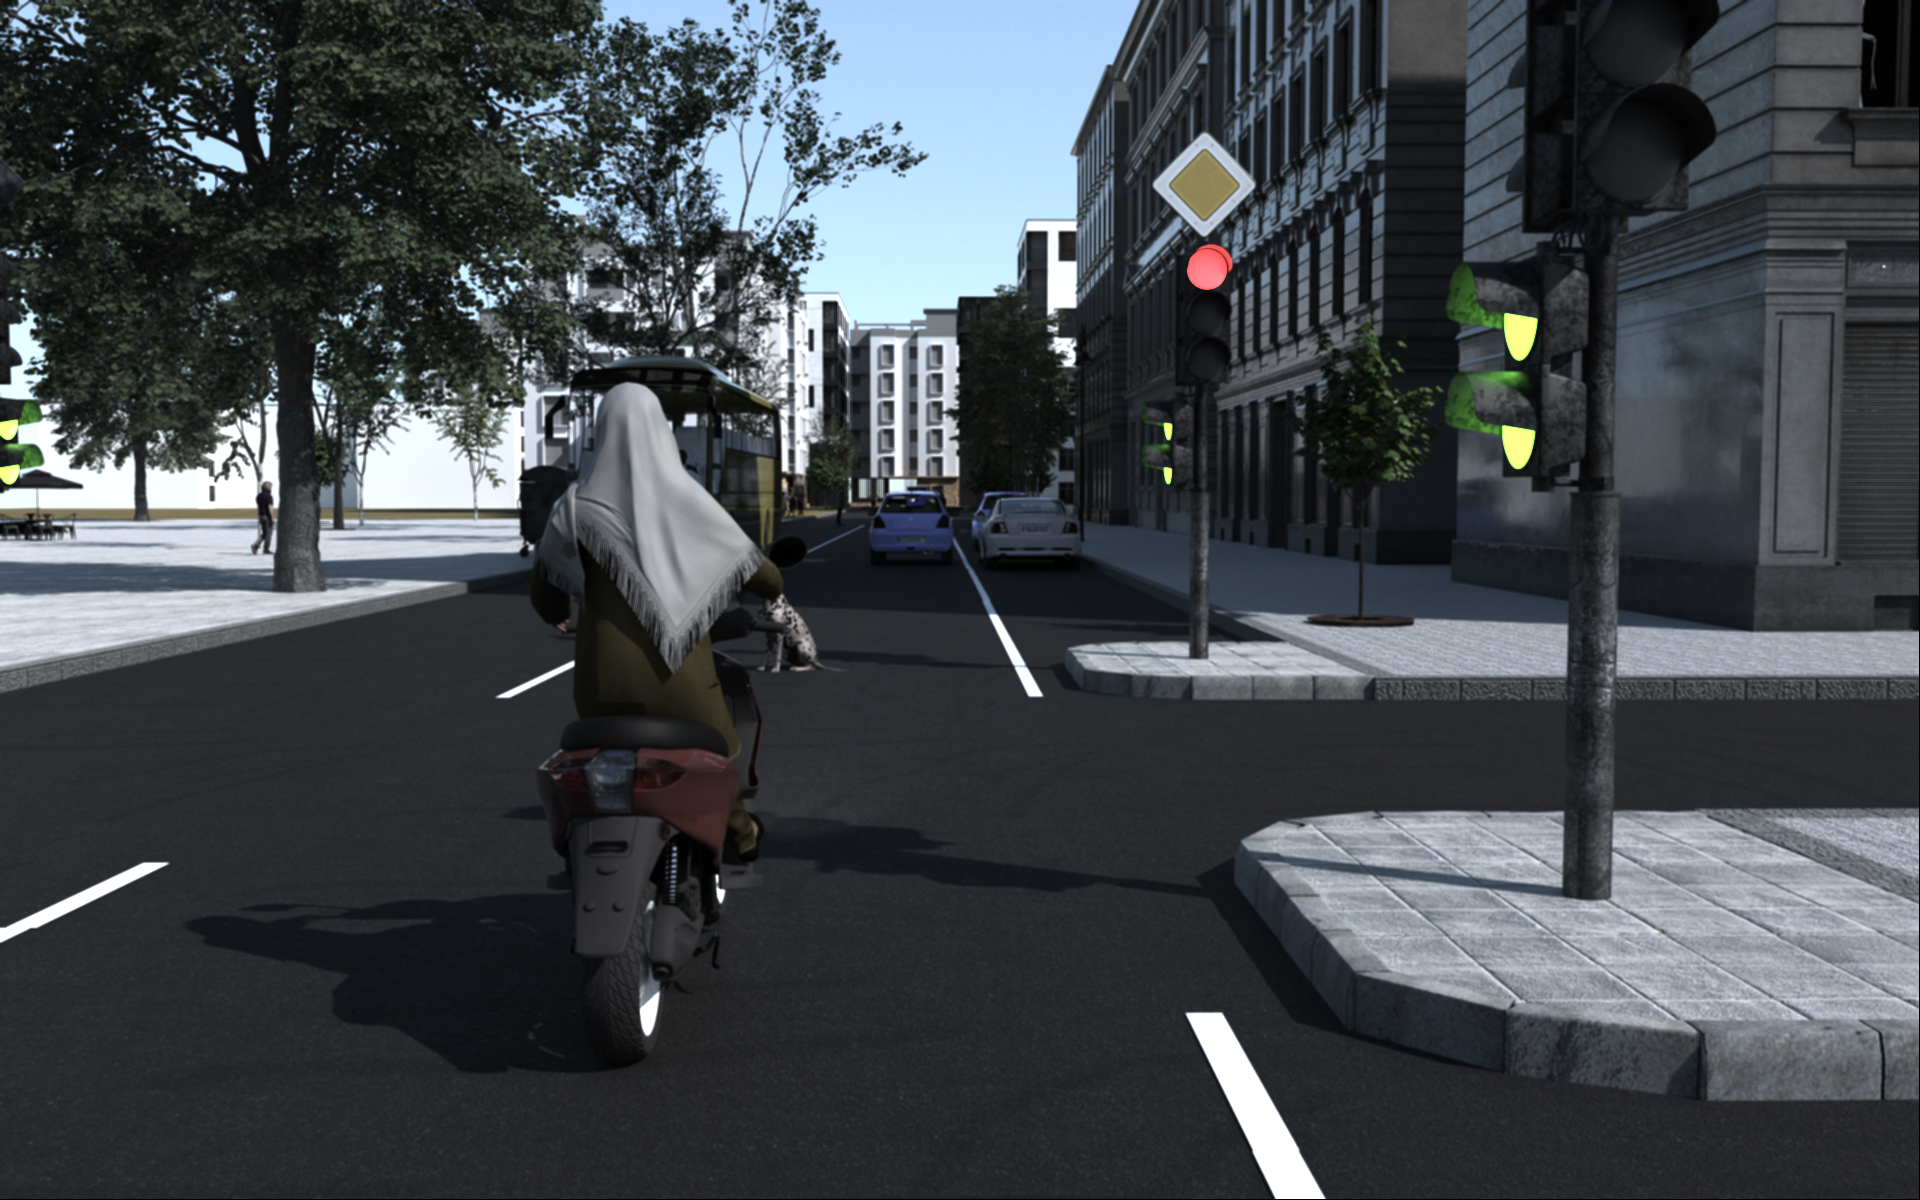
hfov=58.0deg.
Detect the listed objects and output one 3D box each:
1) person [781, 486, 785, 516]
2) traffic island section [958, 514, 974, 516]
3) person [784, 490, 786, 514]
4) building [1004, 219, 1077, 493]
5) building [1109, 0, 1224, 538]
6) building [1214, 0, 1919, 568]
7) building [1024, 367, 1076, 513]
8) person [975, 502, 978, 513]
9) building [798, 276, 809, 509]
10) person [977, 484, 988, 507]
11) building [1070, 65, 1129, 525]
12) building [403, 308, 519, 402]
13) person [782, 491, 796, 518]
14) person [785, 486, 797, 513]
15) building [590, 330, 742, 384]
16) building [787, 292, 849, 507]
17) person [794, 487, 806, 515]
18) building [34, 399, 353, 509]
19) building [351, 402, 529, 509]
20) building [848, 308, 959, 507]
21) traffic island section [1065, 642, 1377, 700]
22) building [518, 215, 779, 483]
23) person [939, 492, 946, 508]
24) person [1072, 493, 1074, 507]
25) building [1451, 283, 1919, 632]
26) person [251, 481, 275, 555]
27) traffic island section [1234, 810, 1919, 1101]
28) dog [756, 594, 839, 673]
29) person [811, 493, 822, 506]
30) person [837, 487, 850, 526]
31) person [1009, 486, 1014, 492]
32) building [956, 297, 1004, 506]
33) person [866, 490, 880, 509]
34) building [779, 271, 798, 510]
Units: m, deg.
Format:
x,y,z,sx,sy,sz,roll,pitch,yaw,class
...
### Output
x,y,z,sx,sy,sz,roll,pitch,yaw,class
-10.522,-5.805,101.678,0.721,1.736,1.217,1,4,13,person
0.103,-5.667,115.520,1.991,0.108,1.994,0,4,-1,traffic island section
-11.234,-6.269,108.416,0.709,1.838,0.599,-2,4,-33,person
18.598,-18.443,145.524,27.936,21.610,32.646,0,4,-1,building
11.933,-13.651,59.353,11.583,22.565,21.152,0,4,-1,building
12.064,-11.656,39.728,9.793,20.994,18.267,0,4,-1,building
9.493,-10.531,114.334,9.099,9.664,28.070,0,4,-1,building
0.937,-4.020,76.442,0.614,1.554,0.590,-2,4,-35,person
-19.355,-18.179,153.644,11.380,20.091,16.016,0,4,-1,building
0.671,-2.378,48.301,0.530,1.710,0.541,-1,4,-22,person
10.634,-14.076,79.301,9.793,20.994,18.267,0,4,-1,building
-51.250,-19.946,182.537,11.380,20.091,16.016,0,4,-1,building
-9.319,-5.174,93.823,0.799,1.438,0.628,-2,4,-33,person
-11.588,-6.929,119.425,0.705,1.812,1.348,-3,4,-37,person
-17.337,-9.829,102.856,9.099,9.664,28.070,0,4,-1,building
-28.861,-21.115,189.204,32.646,21.610,27.936,0,4,-1,building
-9.819,-6.063,105.883,0.721,1.735,1.217,-3,5,-43,person
-67.351,-13.149,157.138,28.070,9.664,9.099,0,4,-1,building
-39.275,-13.143,157.034,28.070,9.664,9.099,0,4,-1,building
-5.892,-19.967,182.882,11.380,20.091,16.016,0,4,-1,building
1.885,0.536,13.521,2.009,0.180,2.903,0,4,-1,traffic island section
-21.532,-16.253,122.155,16.016,20.091,11.380,0,4,-1,building
-0.772,-3.953,75.676,0.480,1.512,0.613,-2,4,-31,person
6.297,-5.347,93.912,0.568,1.767,0.683,3,5,44,person
16.223,-10.468,20.304,18.267,20.994,9.793,0,4,-1,building
-14.712,-1.730,36.539,0.471,1.553,0.569,-1,4,-22,person
2.025,1.024,5.537,2.009,0.180,2.903,0,4,-1,traffic island section
-1.289,0.171,14.036,0.800,0.831,0.513,0,4,1,dog
-12.967,-9.033,156.985,1.065,1.426,0.557,0,4,4,person
-5.275,-4.245,78.444,0.750,1.759,0.617,1,4,17,person
3.545,-6.863,118.270,1.348,1.822,0.705,0,4,-8,person
15.998,-21.167,190.046,32.646,21.610,27.936,0,4,-1,building
-7.078,-8.088,141.529,1.217,1.735,0.721,1,4,12,person
-21.214,-16.948,133.521,16.016,20.091,11.380,0,4,-1,building
